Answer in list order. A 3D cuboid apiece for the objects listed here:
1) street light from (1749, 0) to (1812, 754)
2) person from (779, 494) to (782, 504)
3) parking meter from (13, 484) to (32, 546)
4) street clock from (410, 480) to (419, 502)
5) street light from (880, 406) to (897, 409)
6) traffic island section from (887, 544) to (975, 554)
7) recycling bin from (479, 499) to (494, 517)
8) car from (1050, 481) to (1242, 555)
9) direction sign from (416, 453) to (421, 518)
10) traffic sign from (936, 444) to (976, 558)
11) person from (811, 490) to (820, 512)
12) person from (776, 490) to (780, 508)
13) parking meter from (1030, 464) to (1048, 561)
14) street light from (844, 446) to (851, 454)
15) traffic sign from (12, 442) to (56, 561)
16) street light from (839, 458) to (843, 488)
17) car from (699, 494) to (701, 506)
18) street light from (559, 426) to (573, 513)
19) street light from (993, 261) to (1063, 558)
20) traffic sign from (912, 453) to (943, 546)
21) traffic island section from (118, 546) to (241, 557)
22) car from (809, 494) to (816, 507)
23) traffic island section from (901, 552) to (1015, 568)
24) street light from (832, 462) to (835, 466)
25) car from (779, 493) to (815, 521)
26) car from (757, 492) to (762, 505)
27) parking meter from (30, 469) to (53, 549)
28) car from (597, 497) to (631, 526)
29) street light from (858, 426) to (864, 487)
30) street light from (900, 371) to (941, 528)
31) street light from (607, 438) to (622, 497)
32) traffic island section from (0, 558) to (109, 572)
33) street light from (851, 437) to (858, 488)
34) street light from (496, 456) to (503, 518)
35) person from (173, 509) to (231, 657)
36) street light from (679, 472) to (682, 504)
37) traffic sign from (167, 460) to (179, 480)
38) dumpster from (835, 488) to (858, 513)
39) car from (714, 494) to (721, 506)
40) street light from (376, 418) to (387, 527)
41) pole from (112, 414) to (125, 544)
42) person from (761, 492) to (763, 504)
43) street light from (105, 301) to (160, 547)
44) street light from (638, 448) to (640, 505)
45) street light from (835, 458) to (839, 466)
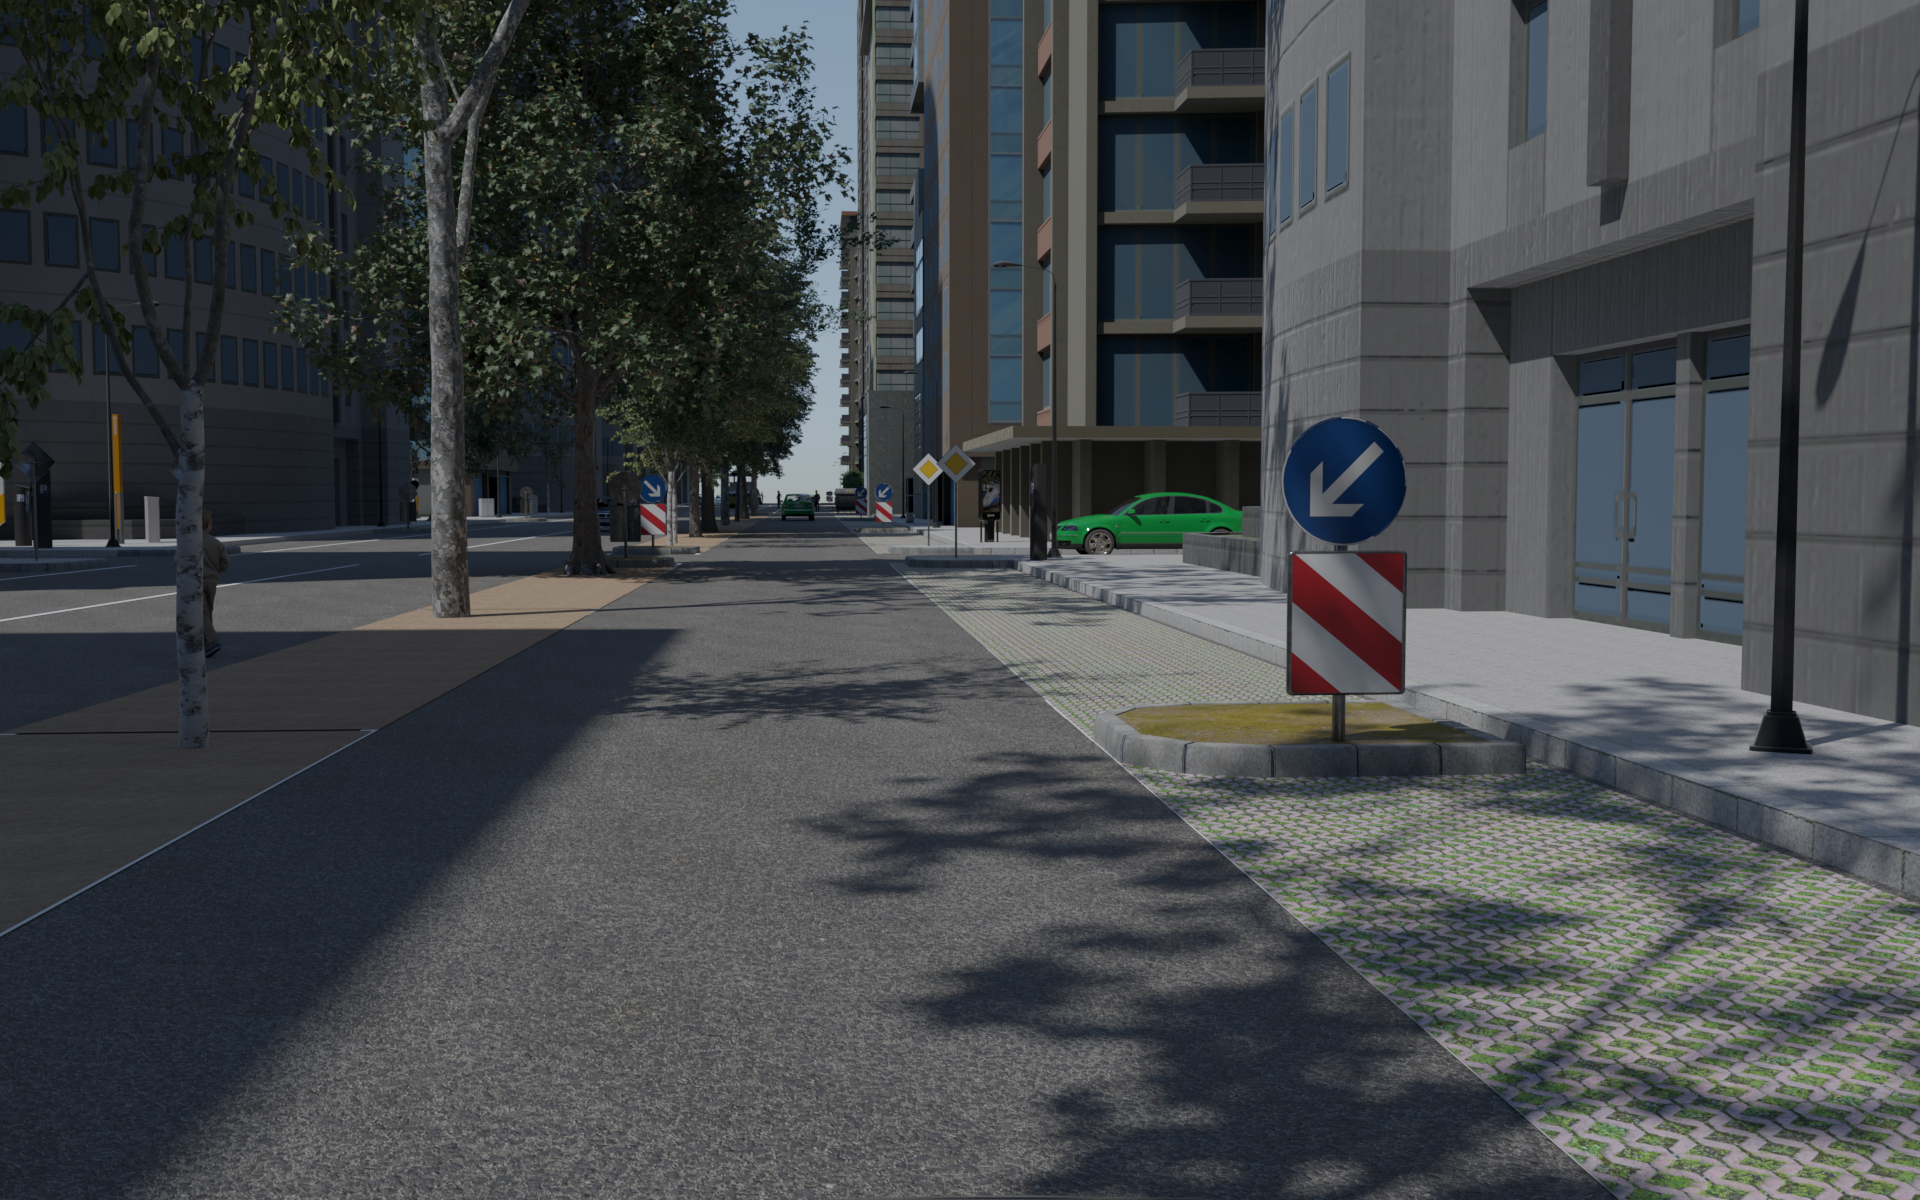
[{"bbox_3d":[3.585,-2.199,8.488,1.470,5.913,1.316,0,4,-5],"label":"street light"},{"bbox_3d":[-26.973,-15.288,258.536,0.705,1.814,1.350,-3,5,-41],"label":"person"},{"bbox_3d":[-23.078,-2.094,42.651,0.372,1.533,0.369,0,3,0],"label":"parking meter"},{"bbox_3d":[-28.043,-5.168,89.063,0.471,2.002,0.358,-1,4,-20],"label":"street clock"},{"bbox_3d":[-3.541,-7.280,91.569,1.470,5.913,1.316,0,4,-5],"label":"street light"},{"bbox_3d":[-0.751,-1.249,42.704,2.009,0.180,2.903,0,4,-5],"label":"traffic island section"},{"bbox_3d":[-26.075,-5.066,95.383,0.722,1.027,0.722,-2,4,-24],"label":"recycling bin"},{"bbox_3d":[4.403,-1.872,39.406,4.718,1.807,1.959,0,4,-6],"label":"car"},{"bbox_3d":[-28.635,-6.074,91.314,0.379,3.537,0.876,-1,4,-13],"label":"direction sign"},{"bbox_3d":[-0.082,-1.898,34.670,0.795,2.450,0.064,0,4,-5],"label":"traffic sign"},{"bbox_3d":[-11.856,-8.119,141.778,0.750,1.759,0.617,-3,4,-37],"label":"person"},{"bbox_3d":[-18.969,-10.525,180.589,0.705,1.822,1.348,-1,4,-20],"label":"person"},{"bbox_3d":[1.521,-1.699,33.496,0.255,1.863,0.399,-1,4,-15],"label":"parking meter"},{"bbox_3d":[-10.194,-11.919,167.409,1.470,5.913,1.316,0,4,-5],"label":"street light"},{"bbox_3d":[-17.711,-1.805,33.162,0.795,2.450,0.064,0,4,-5],"label":"traffic sign"},{"bbox_3d":[-12.428,-13.510,193.424,1.470,5.913,1.316,0,4,-5],"label":"street light"},{"bbox_3d":[-27.842,-10.755,187.642,2.131,1.459,4.920,0,4,-3],"label":"car"},{"bbox_3d":[-26.448,-8.846,117.168,1.470,5.913,1.316,0,4,-5],"label":"street light"},{"bbox_3d":[1.360,-3.805,34.745,1.470,5.913,1.316,0,4,-5],"label":"street light"},{"bbox_3d":[-0.774,-2.384,42.625,0.795,2.450,0.064,0,4,-5],"label":"traffic sign"},{"bbox_3d":[-18.426,-1.156,41.177,2.009,0.180,2.903,0,4,-5],"label":"traffic island section"},{"bbox_3d":[-16.694,-10.922,190.583,2.014,1.417,4.499,0,4,-5],"label":"car"},{"bbox_3d":[-0.059,-0.763,34.749,2.009,0.180,2.903,0,4,-5],"label":"traffic island section"},{"bbox_3d":[-19.648,-18.578,276.283,1.470,5.913,1.316,0,4,-5],"label":"street light"},{"bbox_3d":[-8.859,-5.236,94.401,1.959,1.807,4.718,0,4,-6],"label":"car"},{"bbox_3d":[-27.949,-13.858,235.245,2.281,1.827,5.304,0,4,-5],"label":"car"},{"bbox_3d":[-21.690,-2.151,40.883,0.255,1.863,0.399,3,5,39],"label":"parking meter"},{"bbox_3d":[-13.575,-3.341,67.203,1.945,1.354,3.894,0,4,-7],"label":"car"},{"bbox_3d":[-5.974,-8.870,117.567,1.470,5.913,1.316,0,4,-5],"label":"street light"},{"bbox_3d":[-1.426,-5.688,65.543,1.470,5.913,1.316,0,4,-5],"label":"street light"},{"bbox_3d":[-28.684,-10.468,143.689,1.470,5.913,1.316,0,4,-5],"label":"street light"},{"bbox_3d":[-17.734,-0.669,33.221,2.009,0.180,2.903,0,4,-5],"label":"traffic island section"},{"bbox_3d":[-7.907,-10.328,141.398,1.470,5.913,1.316,0,4,-5],"label":"street light"},{"bbox_3d":[-24.464,-7.417,93.810,1.470,5.913,1.316,0,4,-5],"label":"street light"},{"bbox_3d":[-6.692,-0.153,15.276,0.640,1.303,0.475,3,5,40],"label":"person"},{"bbox_3d":[-35.994,-15.520,226.298,1.470,5.913,1.316,0,4,-5],"label":"street light"},{"bbox_3d":[-18.404,-2.292,41.117,0.795,2.450,0.064,0,4,-5],"label":"traffic sign"},{"bbox_3d":[-8.565,-7.522,131.200,1.865,1.857,1.264,0,4,-6],"label":"dumpster"},{"bbox_3d":[-28.514,-11.960,207.544,2.014,1.417,4.499,0,4,-7],"label":"car"},{"bbox_3d":[-22.155,-5.826,67.801,1.470,5.913,1.316,0,4,-5],"label":"street light"},{"bbox_3d":[-21.609,-3.096,44.460,0.158,3.312,0.155,0,3,0],"label":"pole"},{"bbox_3d":[-27.481,-14.193,241.240,0.721,1.739,1.217,-2,4,-32],"label":"person"},{"bbox_3d":[-19.960,-4.235,41.782,1.470,5.913,1.316,0,4,-5],"label":"street light"},{"bbox_3d":[-31.122,-12.103,170.424,1.470,5.913,1.316,0,4,-5],"label":"street light"},{"bbox_3d":[-15.136,-15.395,224.256,1.470,5.913,1.316,0,4,-5],"label":"street light"}]
